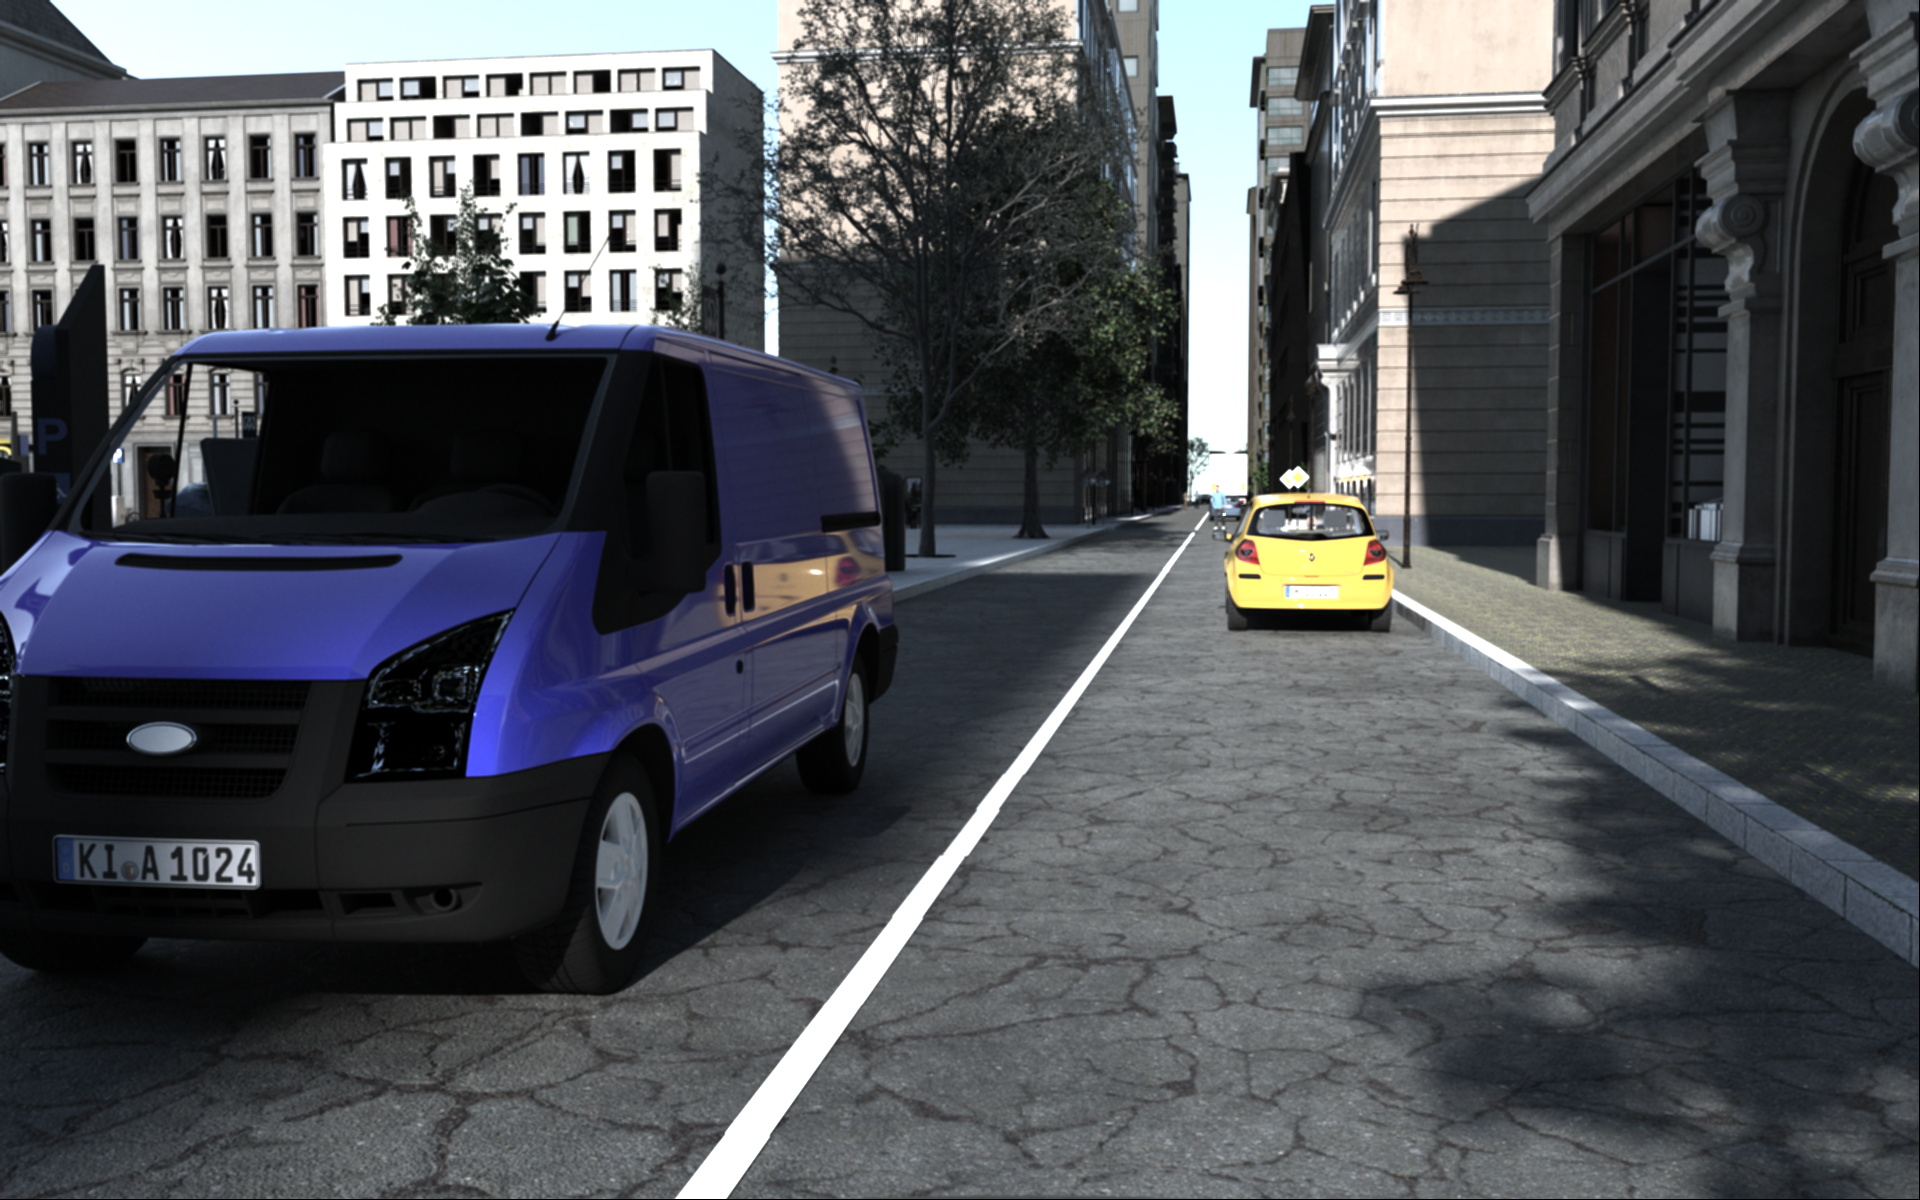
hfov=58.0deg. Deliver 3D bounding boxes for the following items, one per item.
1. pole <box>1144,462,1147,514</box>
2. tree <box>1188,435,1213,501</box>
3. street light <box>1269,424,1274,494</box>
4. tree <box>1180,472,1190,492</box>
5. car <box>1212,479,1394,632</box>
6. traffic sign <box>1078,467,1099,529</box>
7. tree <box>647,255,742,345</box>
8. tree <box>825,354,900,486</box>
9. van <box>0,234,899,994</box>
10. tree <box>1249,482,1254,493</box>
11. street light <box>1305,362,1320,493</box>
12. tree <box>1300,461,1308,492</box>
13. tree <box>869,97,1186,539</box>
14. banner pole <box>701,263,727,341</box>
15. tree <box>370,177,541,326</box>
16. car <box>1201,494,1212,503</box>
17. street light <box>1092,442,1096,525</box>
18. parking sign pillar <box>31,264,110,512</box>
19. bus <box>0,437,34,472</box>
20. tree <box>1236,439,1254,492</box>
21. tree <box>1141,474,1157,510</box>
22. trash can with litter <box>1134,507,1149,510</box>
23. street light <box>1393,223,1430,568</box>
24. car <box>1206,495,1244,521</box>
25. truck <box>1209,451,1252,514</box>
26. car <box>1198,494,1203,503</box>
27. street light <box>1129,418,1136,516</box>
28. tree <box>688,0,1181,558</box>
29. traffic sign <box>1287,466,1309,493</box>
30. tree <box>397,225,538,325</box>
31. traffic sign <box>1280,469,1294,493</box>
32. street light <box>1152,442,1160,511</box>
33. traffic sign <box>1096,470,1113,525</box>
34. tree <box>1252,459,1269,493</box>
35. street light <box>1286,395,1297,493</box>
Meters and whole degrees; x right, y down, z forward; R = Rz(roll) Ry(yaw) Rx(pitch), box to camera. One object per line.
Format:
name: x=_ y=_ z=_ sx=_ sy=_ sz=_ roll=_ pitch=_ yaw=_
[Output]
pole: x=11.934 y=-7.205 z=111.644 sx=0.158 sy=3.312 sz=0.155 roll=0 pitch=3 yaw=0
tree: x=40.511 y=-23.082 z=303.138 sx=9.928 sy=11.665 sz=9.643 roll=0 pitch=3 yaw=0
street light: x=20.254 y=-8.531 z=112.275 sx=0.468 sy=5.910 sz=1.993 roll=1 pitch=4 yaw=9
tree: x=27.767 y=-14.600 z=222.425 sx=4.285 sy=4.588 sz=4.351 roll=0 pitch=3 yaw=0
car: x=3.846 y=-0.566 z=19.482 sx=2.015 sy=1.641 sz=3.980 roll=1 pitch=4 yaw=8
traffic sign: x=4.707 y=-3.662 z=63.509 sx=0.795 sy=2.450 sz=0.064 roll=1 pitch=4 yaw=9
tree: x=-8.635 y=-6.324 z=53.752 sx=4.737 sy=8.622 sz=4.395 roll=0 pitch=3 yaw=0
tree: x=-1.655 y=-1.795 z=23.949 sx=1.663 sy=3.219 sz=1.824 roll=0 pitch=3 yaw=0
van: x=-1.634 y=-0.150 z=6.840 sx=2.240 sy=2.365 sz=5.245 roll=0 pitch=4 yaw=8
tree: x=38.966 y=-14.293 z=228.284 sx=1.663 sy=3.219 sz=1.824 roll=0 pitch=3 yaw=0
street light: x=12.393 y=-5.389 z=60.901 sx=0.468 sy=5.910 sz=1.993 roll=1 pitch=4 yaw=9
tree: x=17.709 y=-5.656 z=87.074 sx=1.663 sy=3.219 sz=1.824 roll=0 pitch=3 yaw=0
tree: x=1.972 y=-8.126 z=49.860 sx=9.611 sy=12.733 sz=9.660 roll=0 pitch=3 yaw=0
banner pole: x=-2.630 y=-1.749 z=18.615 sx=0.401 sy=3.779 sz=0.863 roll=1 pitch=4 yaw=10
tree: x=-12.024 y=-5.535 z=40.864 sx=4.737 sy=8.622 sz=4.395 roll=0 pitch=3 yaw=0
car: x=37.715 y=-15.465 z=264.653 sx=2.131 sy=1.459 sz=4.920 roll=0 pitch=4 yaw=7
street light: x=5.589 y=-6.079 z=72.174 sx=0.468 sy=5.910 sz=1.993 roll=1 pitch=4 yaw=9
parking sign pillar: x=-10.141 y=-1.915 z=19.782 sx=1.447 sy=3.967 sz=1.447 roll=-1 pitch=4 yaw=-9
bus: x=-45.169 y=-5.105 z=75.015 sx=12.252 sy=3.916 sz=2.896 roll=0 pitch=4 yaw=8
tree: x=39.043 y=-17.299 z=233.204 sx=4.737 sy=8.622 sz=4.395 roll=0 pitch=3 yaw=0
tree: x=15.566 y=-9.109 z=143.539 sx=1.663 sy=3.219 sz=1.824 roll=0 pitch=3 yaw=0
trash can with litter: x=14.357 y=-7.833 z=139.127 sx=2.233 sy=1.210 sz=1.678 roll=2 pitch=4 yaw=26
street light: x=7.730 y=-3.488 z=29.810 sx=0.468 sy=5.910 sz=1.993 roll=1 pitch=4 yaw=9
car: x=14.206 y=-4.936 z=92.704 sx=2.014 sy=1.417 sz=4.499 roll=0 pitch=4 yaw=7
truck: x=18.266 y=-7.845 z=117.171 sx=2.839 sy=4.237 sz=11.283 roll=1 pitch=4 yaw=10
car: x=39.375 y=-16.393 z=279.821 sx=2.131 sy=1.459 sz=4.920 roll=0 pitch=4 yaw=8
street light: x=10.271 y=-7.980 z=103.262 sx=0.468 sy=5.910 sz=1.993 roll=1 pitch=4 yaw=9
tree: x=-0.523 y=-7.610 z=34.790 sx=12.009 sy=13.543 sz=11.850 roll=0 pitch=3 yaw=0
traffic sign: x=12.163 y=-3.591 z=62.363 sx=0.795 sy=2.450 sz=0.064 roll=1 pitch=4 yaw=9
tree: x=-3.323 y=-1.094 z=12.494 sx=1.663 sy=3.219 sz=1.824 roll=0 pitch=3 yaw=0
traffic sign: x=13.359 y=-4.074 z=70.258 sx=0.795 sy=2.450 sz=0.064 roll=1 pitch=4 yaw=9
street light: x=15.058 y=-9.897 z=134.600 sx=0.468 sy=5.910 sz=1.993 roll=1 pitch=4 yaw=9
traffic sign: x=5.903 y=-4.144 z=71.404 sx=0.795 sy=2.450 sz=0.064 roll=1 pitch=4 yaw=9
tree: x=26.362 y=-9.970 z=146.727 sx=4.285 sy=4.588 sz=4.351 roll=0 pitch=3 yaw=0
street light: x=15.450 y=-6.613 z=80.910 sx=0.468 sy=5.910 sz=1.993 roll=1 pitch=4 yaw=9
